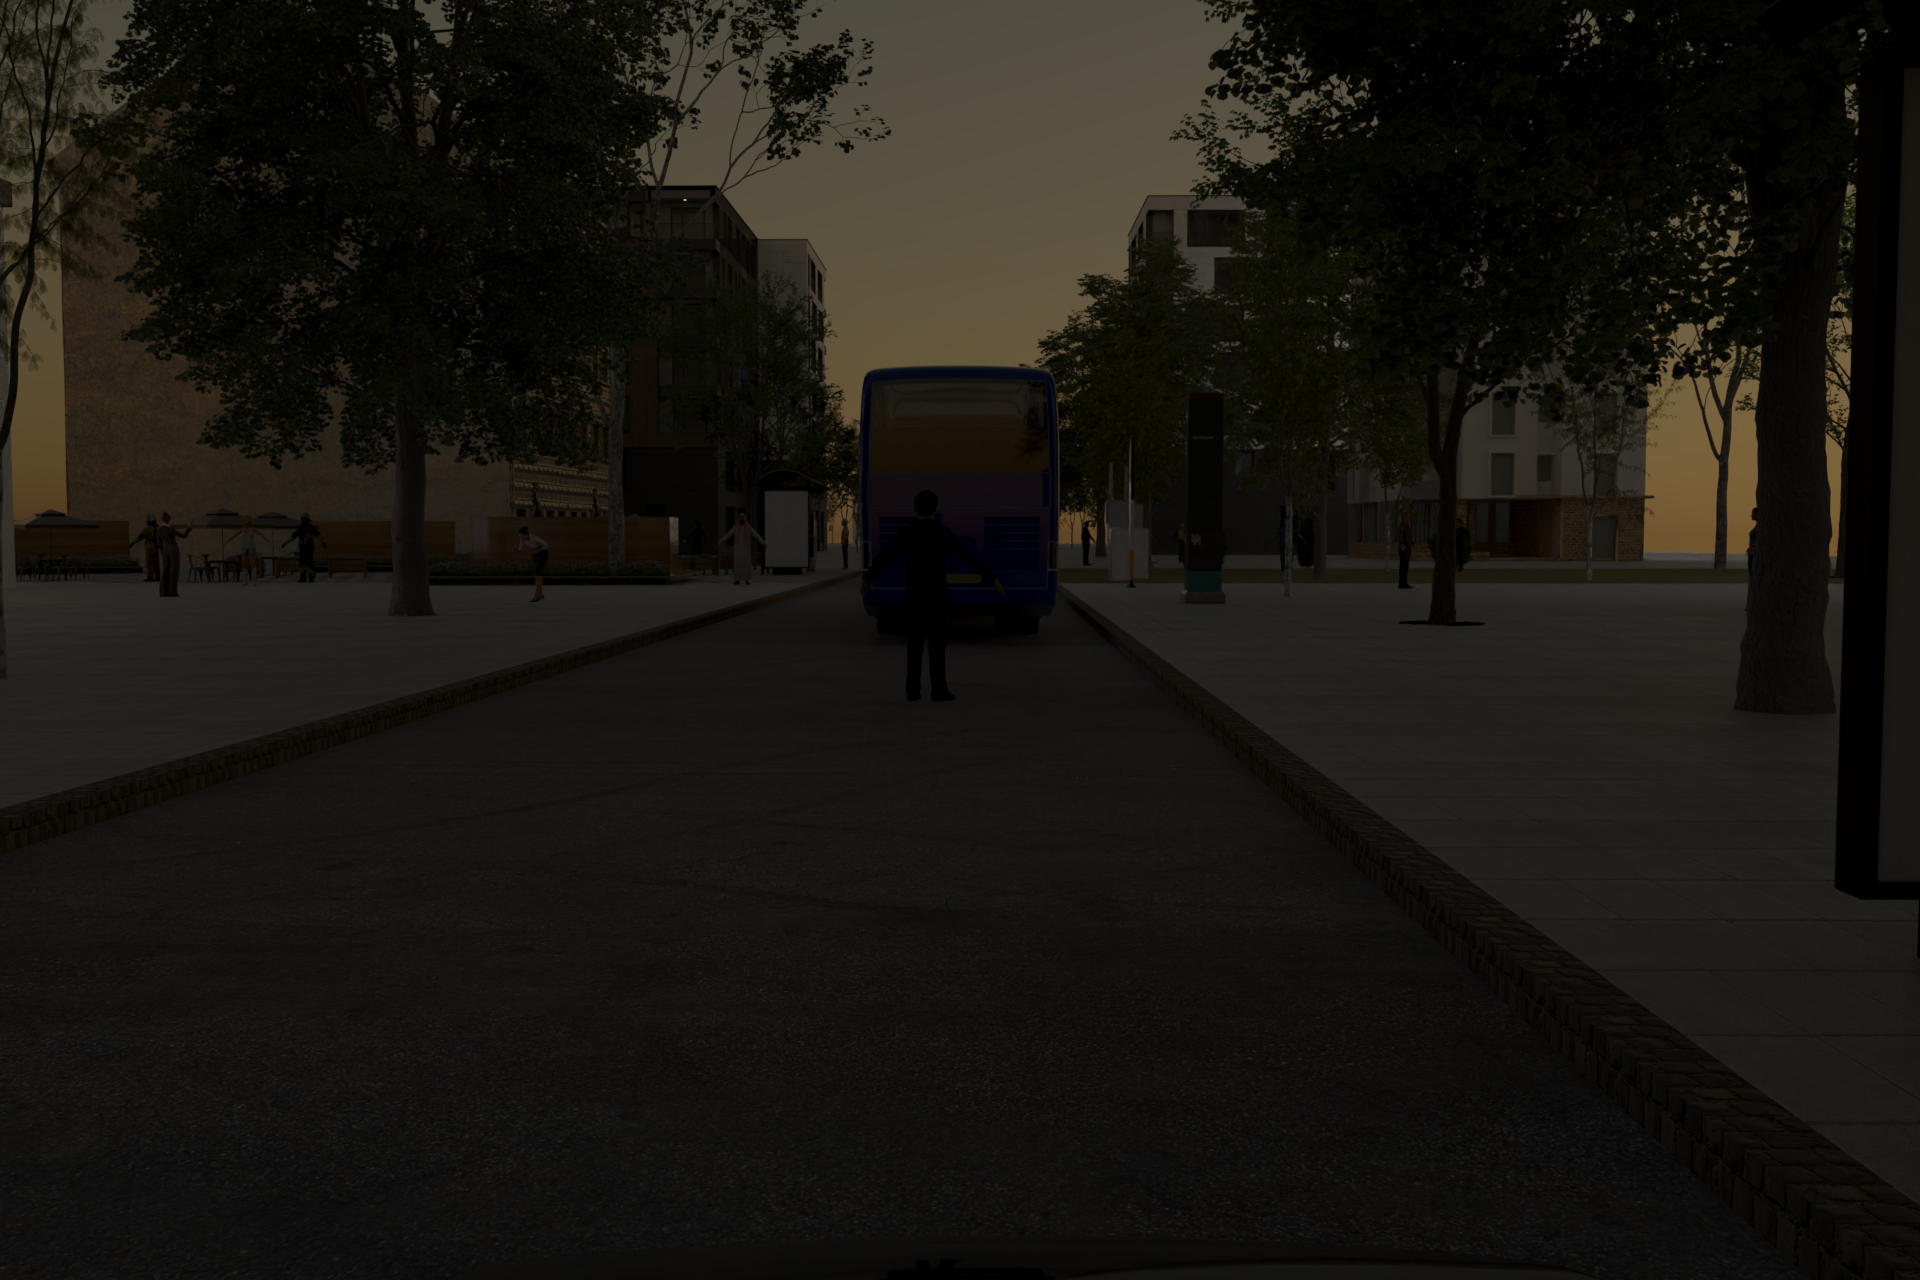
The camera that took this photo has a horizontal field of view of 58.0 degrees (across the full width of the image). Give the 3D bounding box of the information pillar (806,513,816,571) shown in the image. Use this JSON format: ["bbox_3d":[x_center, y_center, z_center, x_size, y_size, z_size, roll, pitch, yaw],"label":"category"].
[{"bbox_3d":[-5.162,-3.387,59.877,0.304,2.012,0.304,0,4,2],"label":"information pillar"}]

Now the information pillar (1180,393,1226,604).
[{"bbox_3d":[4.520,-2.617,32.159,0.750,3.857,0.750,0,4,1],"label":"information pillar"}]

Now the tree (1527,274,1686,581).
[{"bbox_3d":[17.405,-5.961,47.825,4.360,8.622,3.978,0,3,0],"label":"tree"}]

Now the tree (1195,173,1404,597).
[{"bbox_3d":[6.967,-5.192,35.257,4.737,8.622,4.395,0,3,0],"label":"tree"}]

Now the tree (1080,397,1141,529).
[{"bbox_3d":[7.883,-8.461,88.697,4.737,8.622,4.395,0,3,0],"label":"tree"}]

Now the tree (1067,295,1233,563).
[{"bbox_3d":[8.199,-9.179,75.827,9.928,11.665,9.643,0,3,0],"label":"tree"}]

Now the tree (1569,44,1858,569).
[{"bbox_3d":[28.632,-12.773,64.734,12.611,20.169,13.585,0,3,0],"label":"tree"}]

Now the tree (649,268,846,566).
[{"bbox_3d":[-8.392,-8.768,69.118,9.928,11.665,9.643,0,3,0],"label":"tree"}]

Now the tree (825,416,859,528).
[{"bbox_3d":[-6.859,-9.388,103.853,4.737,8.622,4.395,0,3,0],"label":"tree"}]

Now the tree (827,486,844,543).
[{"bbox_3d":[-17.662,-17.496,236.416,4.737,8.622,4.395,0,3,0],"label":"tree"}]

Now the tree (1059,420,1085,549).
[{"bbox_3d":[8.443,-13.782,151.089,9.928,11.665,9.643,0,3,0],"label":"tree"}]

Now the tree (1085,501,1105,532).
[{"bbox_3d":[18.918,-17.478,236.129,4.737,8.622,4.395,0,3,0],"label":"tree"}]

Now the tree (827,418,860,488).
[{"bbox_3d":[-6.244,-14.325,144.591,12.009,13.543,11.850,0,3,0],"label":"tree"}]

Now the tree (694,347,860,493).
[{"bbox_3d":[-7.998,-9.003,81.608,8.767,10.594,7.601,-3,5,-43],"label":"tree"}]

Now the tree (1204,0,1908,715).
[{"bbox_3d":[5.905,-6.458,12.239,9.857,13.997,8.962,0,3,0],"label":"tree"}]

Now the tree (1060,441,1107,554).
[{"bbox_3d":[7.915,-9.918,112.515,4.360,8.622,3.978,0,3,0],"label":"tree"}]

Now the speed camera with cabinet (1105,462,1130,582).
[{"bbox_3d":[4.330,-3.224,47.047,0.660,3.252,2.038,0,4,1],"label":"speed camera with cabinet"}]

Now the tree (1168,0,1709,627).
[{"bbox_3d":[6.777,-6.008,23.988,9.928,11.665,9.643,0,3,0],"label":"tree"}]

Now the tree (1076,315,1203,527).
[{"bbox_3d":[6.090,-6.659,59.233,4.737,8.622,4.395,0,3,0],"label":"tree"}]

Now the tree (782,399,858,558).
[{"bbox_3d":[-7.516,-8.628,91.437,4.737,8.622,4.395,0,3,0],"label":"tree"}]

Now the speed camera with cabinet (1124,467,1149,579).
[{"bbox_3d":[5.072,-3.413,50.143,0.660,3.252,2.038,0,4,0],"label":"speed camera with cabinet"}]

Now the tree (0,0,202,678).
[{"bbox_3d":[-8.483,-3.955,15.021,4.360,8.622,3.978,0,3,0],"label":"tree"}]

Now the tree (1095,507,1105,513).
[{"bbox_3d":[21.408,-17.797,241.347,4.360,8.622,3.978,0,3,0],"label":"tree"}]

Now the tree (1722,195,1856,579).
[{"bbox_3d":[25.887,-7.606,50.109,9.928,11.665,9.643,0,3,0],"label":"tree"}]

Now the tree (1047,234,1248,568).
[{"bbox_3d":[7.205,-9.011,65.453,7.486,12.596,7.792,0,3,0],"label":"tree"}]

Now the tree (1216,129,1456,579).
[{"bbox_3d":[10.641,-8.019,49.238,7.486,12.596,7.792,0,3,0],"label":"tree"}]

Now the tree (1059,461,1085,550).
[{"bbox_3d":[9.279,-11.762,142.677,4.360,8.622,3.978,0,3,0],"label":"tree"}]

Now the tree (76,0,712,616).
[{"bbox_3d":[-8.640,-7.361,27.005,9.857,13.997,8.962,0,3,0],"label":"tree"}]

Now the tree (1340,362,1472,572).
[{"bbox_3d":[14.772,-6.624,58.660,4.737,8.622,4.395,0,3,0],"label":"tree"}]

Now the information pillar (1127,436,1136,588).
[{"bbox_3d":[4.123,-3.073,41.603,0.183,3.616,0.504,0,4,1],"label":"information pillar"}]

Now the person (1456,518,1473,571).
[{"bbox_3d":[17.149,-3.290,59.727,0.705,1.837,1.347,-3,5,-39],"label":"person"}]

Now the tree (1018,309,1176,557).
[{"bbox_3d":[7.773,-11.612,96.504,9.857,13.997,8.962,0,3,0],"label":"tree"}]

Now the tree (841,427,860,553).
[{"bbox_3d":[-7.140,-10.150,116.316,4.360,8.622,3.978,0,3,0],"label":"tree"}]

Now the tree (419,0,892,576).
[{"bbox_3d":[-8.169,-11.538,44.531,12.611,20.169,13.585,0,3,0],"label":"tree"}]
